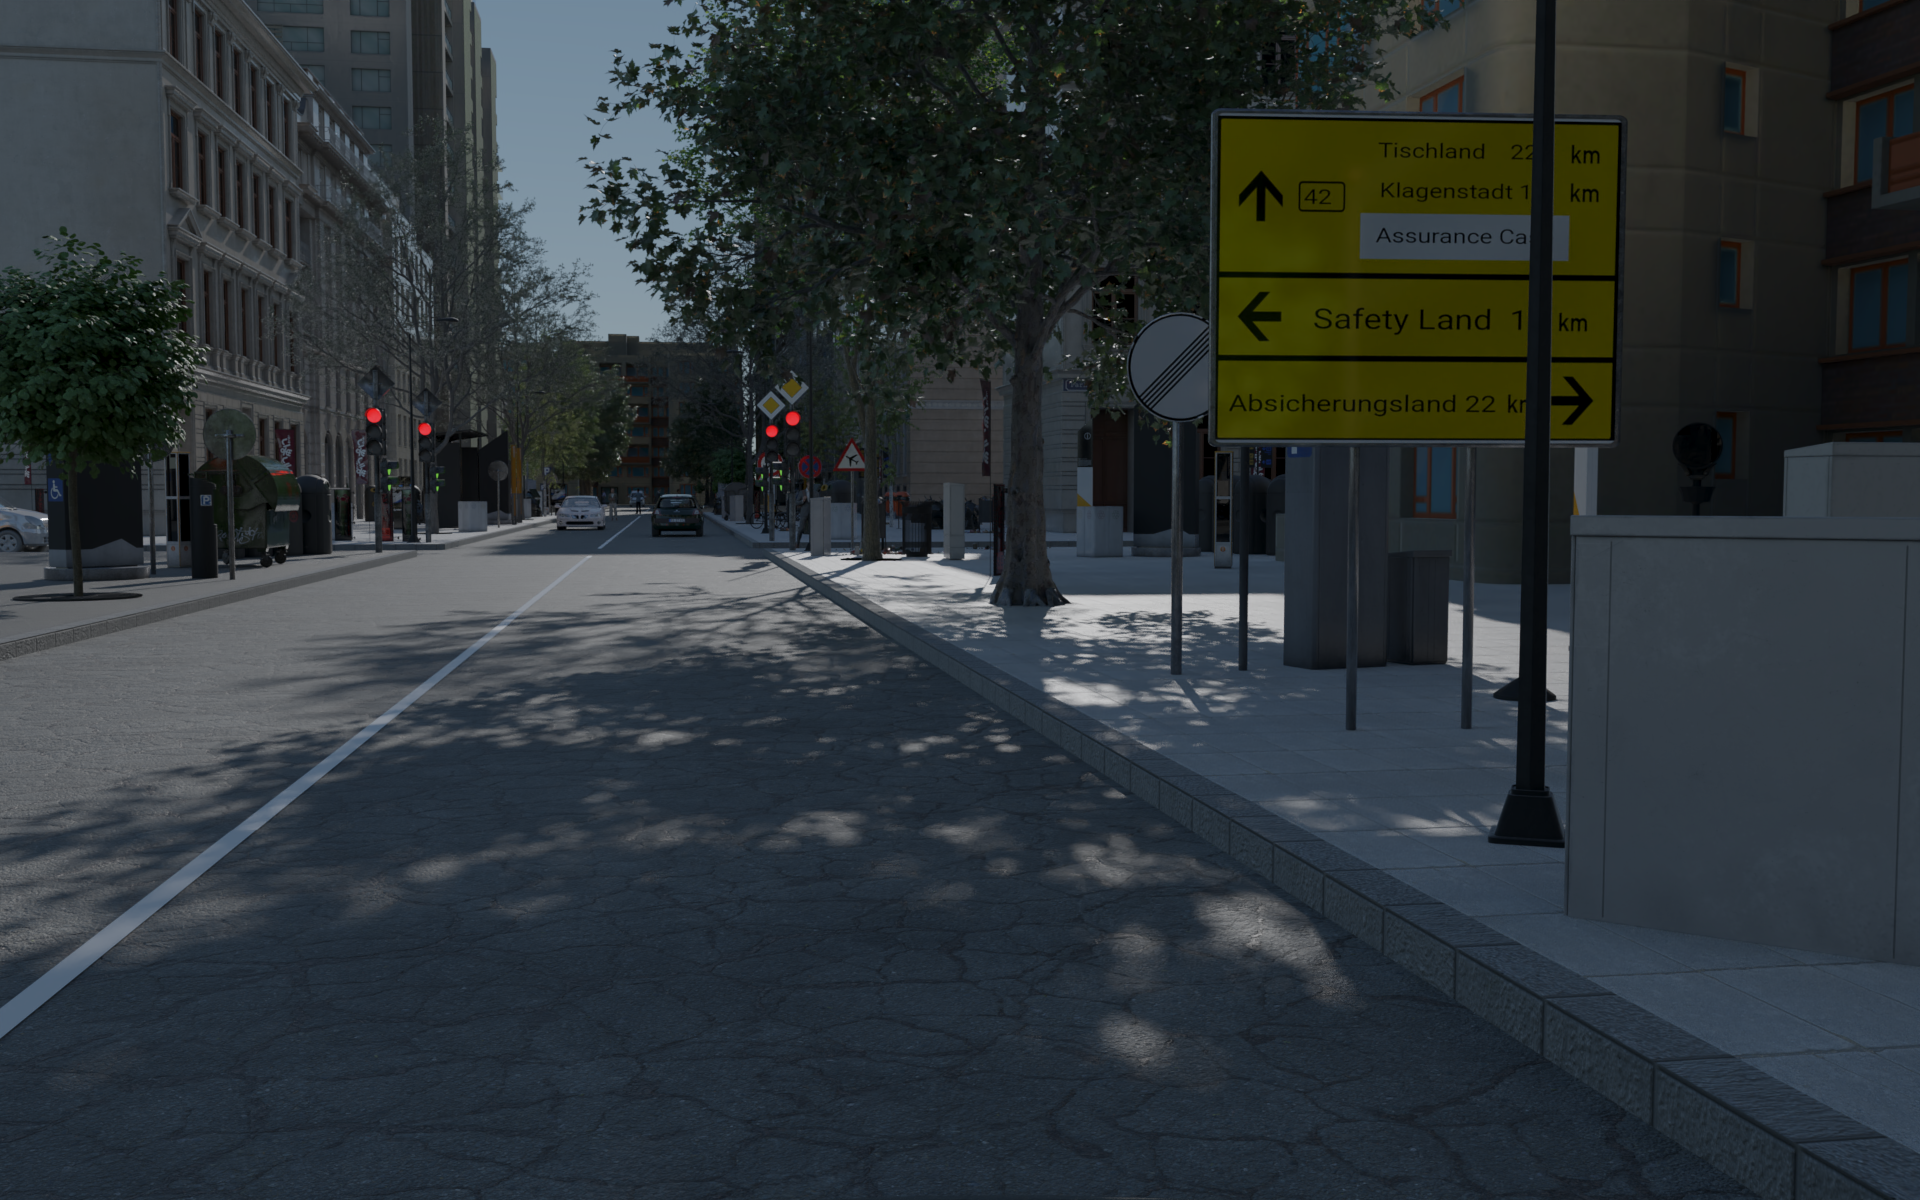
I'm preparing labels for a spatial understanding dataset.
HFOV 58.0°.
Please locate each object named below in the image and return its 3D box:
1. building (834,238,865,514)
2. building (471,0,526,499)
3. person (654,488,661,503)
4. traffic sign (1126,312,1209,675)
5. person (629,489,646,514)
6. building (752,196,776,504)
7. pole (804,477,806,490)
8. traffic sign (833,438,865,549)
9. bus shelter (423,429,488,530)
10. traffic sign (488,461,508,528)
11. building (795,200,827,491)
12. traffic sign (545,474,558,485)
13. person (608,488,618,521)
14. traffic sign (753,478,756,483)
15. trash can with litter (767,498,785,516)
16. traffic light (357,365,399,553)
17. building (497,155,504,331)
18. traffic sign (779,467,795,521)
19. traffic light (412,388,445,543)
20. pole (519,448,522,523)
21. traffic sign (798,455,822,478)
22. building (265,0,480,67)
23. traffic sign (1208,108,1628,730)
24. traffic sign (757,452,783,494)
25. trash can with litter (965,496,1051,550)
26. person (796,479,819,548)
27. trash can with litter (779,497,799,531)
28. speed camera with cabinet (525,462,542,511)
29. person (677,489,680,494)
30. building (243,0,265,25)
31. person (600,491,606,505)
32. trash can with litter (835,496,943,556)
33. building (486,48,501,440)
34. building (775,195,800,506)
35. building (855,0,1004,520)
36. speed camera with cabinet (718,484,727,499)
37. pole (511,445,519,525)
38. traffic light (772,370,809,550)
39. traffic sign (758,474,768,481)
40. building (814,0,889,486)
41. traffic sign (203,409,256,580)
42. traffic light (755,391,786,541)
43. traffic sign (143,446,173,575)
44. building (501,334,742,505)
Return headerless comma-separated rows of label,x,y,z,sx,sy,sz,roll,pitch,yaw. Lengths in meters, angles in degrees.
building,-1.376,-18.099,113.939,12.078,24.808,19.932,-1,4,-10
building,-60.080,-52.444,170.138,31.000,86.520,22.319,-1,4,-10
person,-19.757,-6.448,113.702,0.755,1.850,0.659,-1,4,-10
traffic sign,1.538,-0.742,12.240,0.768,2.556,0.104,0,4,-8
person,-23.288,-7.147,125.333,1.348,1.826,0.705,-2,4,-35
building,-14.026,-34.915,225.489,28.867,44.769,22.147,-1,4,-10
pole,-10.751,-7.735,120.307,0.158,3.312,0.155,0,3,0
traffic sign,-2.498,-2.453,40.114,0.884,2.594,0.081,0,4,-4
bus shelter,-19.050,-4.549,65.653,1.731,3.624,6.357,-1,4,-10
traffic sign,-17.592,-4.029,65.985,0.768,2.556,0.104,0,4,-3
building,-8.085,-31.334,162.423,14.600,45.320,14.200,-1,4,-10
traffic sign,-24.628,-6.378,104.385,0.768,2.556,0.104,-1,4,-8
person,-18.803,-5.183,93.796,0.519,1.759,0.362,0,4,-1
traffic sign,-13.908,-7.012,114.744,0.768,2.556,0.104,0,4,-1
trash can with litter,-10.832,-5.507,101.428,1.055,1.170,0.624,-3,5,-44
traffic light,-12.715,-2.991,37.832,0.839,4.253,0.868,-1,4,-10
building,-72.646,-36.521,216.724,30.456,49.044,23.786,-1,4,-10
traffic sign,-8.080,-4.939,80.853,0.768,2.556,0.104,0,4,-1
traffic light,-14.042,-3.473,45.706,0.839,4.253,0.868,-1,4,-10
pole,-19.509,-5.065,76.663,0.158,3.312,0.155,0,3,0
traffic sign,-4.890,-3.452,56.546,0.768,2.556,0.104,0,4,-5
building,-45.953,-27.829,138.605,14.154,41.232,14.086,-1,4,-10
traffic sign,2.451,-0.946,9.343,2.265,3.308,0.079,0,4,-4
traffic sign,-5.577,-3.115,51.031,0.768,2.556,0.104,0,4,0
trash can with litter,1.011,-1.789,40.302,2.233,1.210,1.678,0,4,2
person,-3.809,-2.140,43.456,0.622,1.834,0.822,-2,4,-24
trash can with litter,-5.695,-3.018,60.408,1.678,1.210,2.233,1,4,10
speed camera with cabinet,-26.404,-6.905,107.231,0.660,3.252,2.038,-2,4,-28
person,-21.857,-7.716,134.660,0.705,1.823,1.348,0,4,2
building,-42.930,-26.982,124.750,14.154,41.232,14.086,-1,4,-10
person,-41.375,-11.755,200.559,0.599,1.838,0.709,-2,4,-35
trash can with litter,-1.435,-1.574,36.789,2.233,1.210,1.678,0,4,-8
building,-48.546,-28.712,153.040,14.154,41.232,14.086,-1,4,-10
building,-7.982,-34.055,180.492,21.300,48.544,21.600,-1,4,-10
building,2.036,-18.851,94.124,13.634,28.700,20.117,-1,4,-10
speed camera with cabinet,-14.584,-7.190,111.890,2.038,3.252,0.660,1,4,19
pole,-18.521,-4.773,71.889,0.158,3.312,0.155,0,3,0
traffic light,-3.832,-3.084,39.339,0.839,4.253,0.868,-1,4,-10
traffic sign,-9.642,-5.232,85.552,0.884,2.594,0.081,0,4,-3
building,-0.218,-31.867,140.631,23.786,49.044,30.456,-1,4,-10
traffic sign,-10.902,-1.576,25.875,0.768,2.556,0.104,0,4,-7
traffic light,-5.158,-3.565,47.214,0.839,4.253,0.868,-1,4,-10
traffic sign,-12.870,-1.679,27.557,0.768,2.556,0.104,0,4,-6
building,-43.248,-23.190,224.193,28.899,21.520,27.650,-1,4,-10
